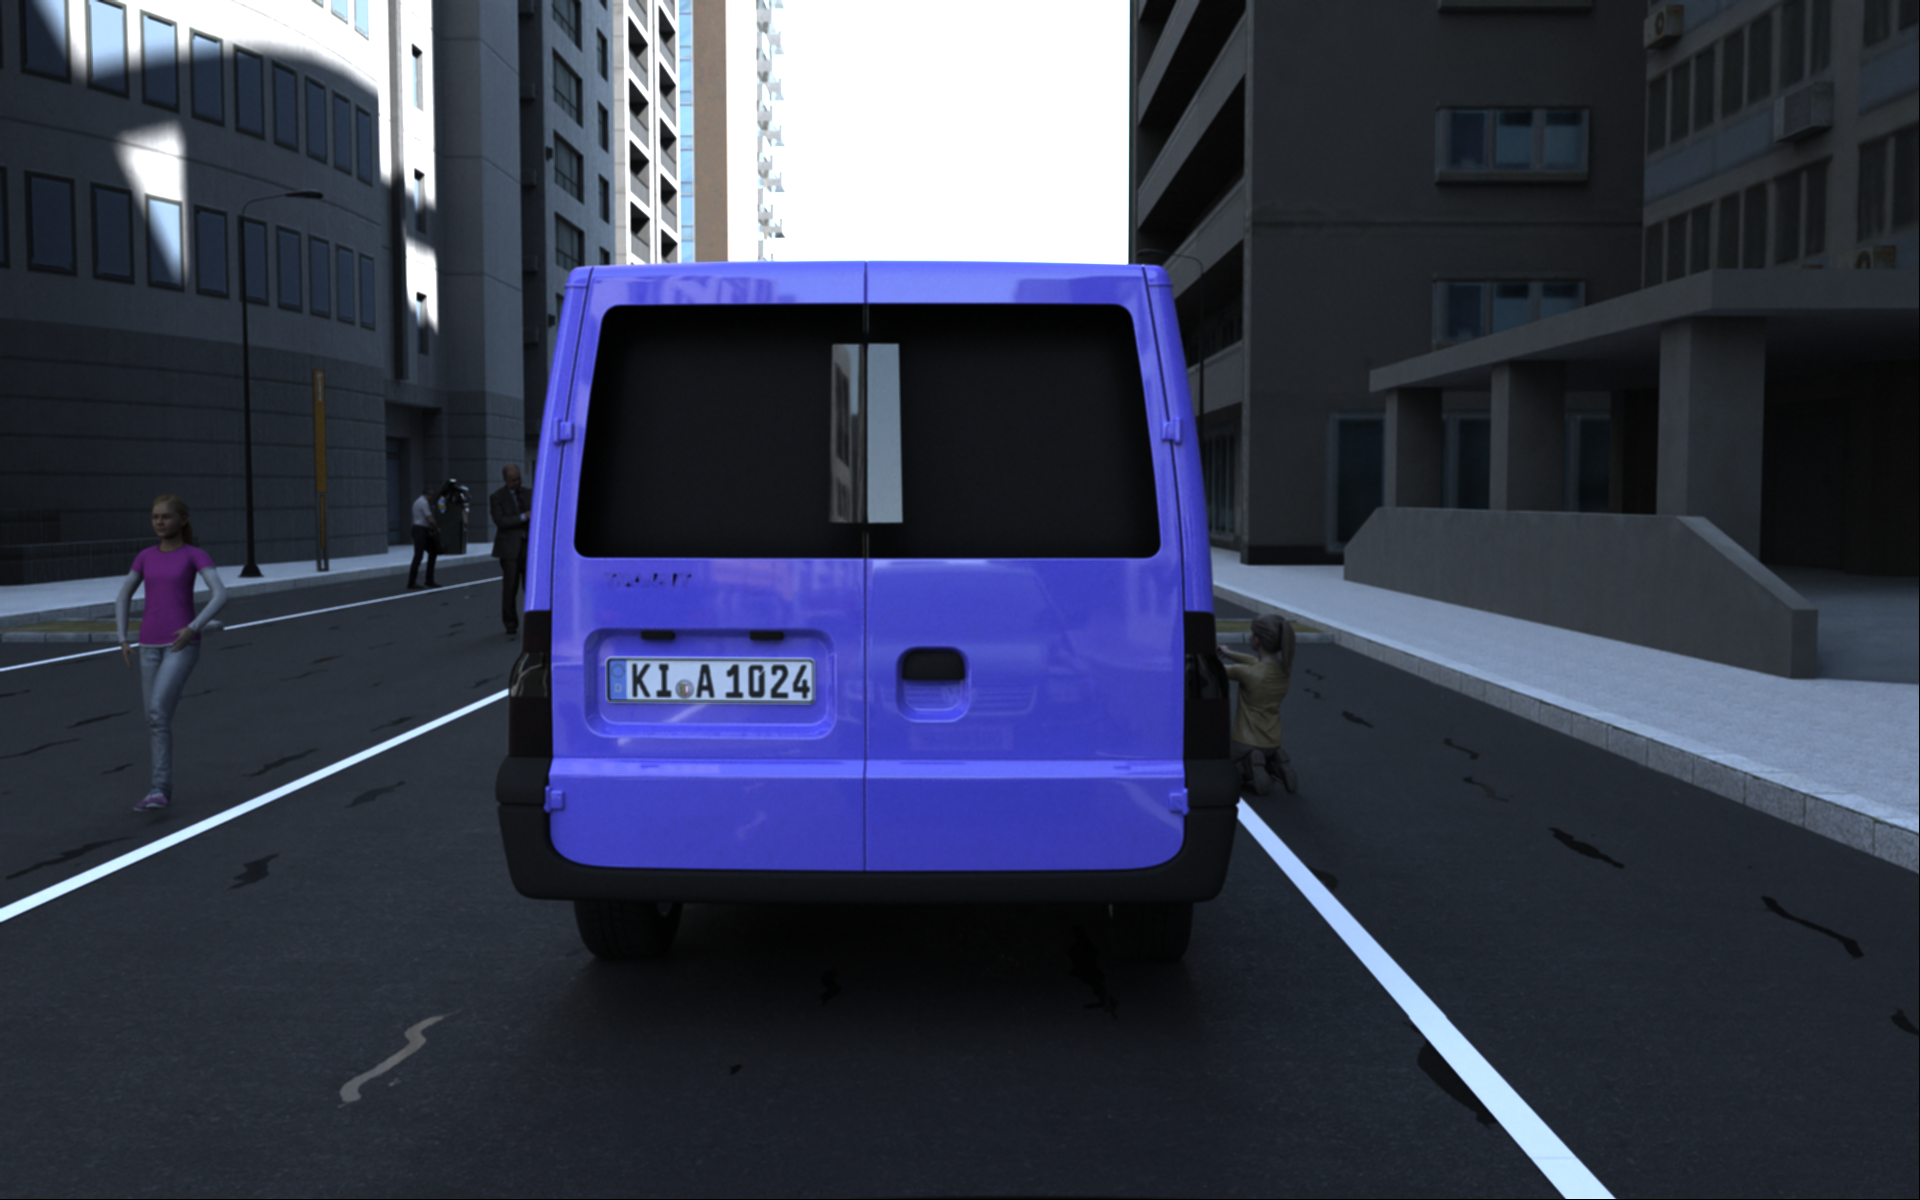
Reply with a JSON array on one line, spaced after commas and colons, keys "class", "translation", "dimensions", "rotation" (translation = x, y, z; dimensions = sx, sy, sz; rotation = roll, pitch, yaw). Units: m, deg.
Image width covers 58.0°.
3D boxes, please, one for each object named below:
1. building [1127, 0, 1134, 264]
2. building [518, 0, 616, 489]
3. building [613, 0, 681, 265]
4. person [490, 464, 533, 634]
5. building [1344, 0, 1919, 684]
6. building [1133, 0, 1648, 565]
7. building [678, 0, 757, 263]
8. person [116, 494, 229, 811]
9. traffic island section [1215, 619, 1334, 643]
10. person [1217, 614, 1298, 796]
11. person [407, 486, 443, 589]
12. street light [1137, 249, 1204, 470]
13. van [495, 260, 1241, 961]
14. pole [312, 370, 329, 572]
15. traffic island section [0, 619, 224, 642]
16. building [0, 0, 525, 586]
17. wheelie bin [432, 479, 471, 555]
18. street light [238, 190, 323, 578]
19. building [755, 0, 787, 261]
[{"class": "building", "translation": [12.509, -17.546, 58.578], "dimensions": [14.160, 30.474, 14.107], "rotation": [0, 3, 0]}, {"class": "building", "translation": [-19.520, -17.584, 59.203], "dimensions": [14.107, 30.474, 14.160], "rotation": [0, 3, 0]}, {"class": "building", "translation": [-22.690, -39.568, 85.193], "dimensions": [20.563, 71.187, 20.611], "rotation": [0, 3, 0]}, {"class": "person", "translation": [-4.495, -0.527, 17.809], "dimensions": [0.600, 1.739, 0.565], "rotation": [2, 4, 28]}, {"class": "building", "translation": [21.849, -19.929, 17.724], "dimensions": [32.217, 40.220, 23.993], "rotation": [0, 3, 0]}, {"class": "building", "translation": [15.819, -25.475, 40.212], "dimensions": [21.300, 48.544, 21.600], "rotation": [0, 3, 0]}, {"class": "building", "translation": [-19.859, -27.722, 103.361], "dimensions": [14.600, 45.320, 14.200], "rotation": [0, 3, 0]}, {"class": "person", "translation": [-3.575, 0.247, 7.701], "dimensions": [0.726, 1.435, 0.776], "rotation": [0, 4, 1]}, {"class": "traffic island section", "translation": [2.610, 0.318, 17.667], "dimensions": [1.991, 0.108, 1.994], "rotation": [0, 3, 0]}, {"class": "person", "translation": [1.375, 0.485, 8.494], "dimensions": [0.347, 0.859, 0.695], "rotation": [-2, 4, -30]}, {"class": "person", "translation": [-8.176, -0.962, 26.446], "dimensions": [0.590, 1.554, 0.614], "rotation": [-2, 4, -29]}, {"class": "street light", "translation": [4.067, -3.702, 33.062], "dimensions": [1.470, 5.913, 1.316], "rotation": [0, 3, 0]}, {"class": "van", "translation": [-0.189, -0.159, 6.983], "dimensions": [2.240, 2.365, 5.245], "rotation": [0, 4, 1]}, {"class": "pole", "translation": [-10.571, -2.128, 28.628], "dimensions": [0.158, 3.312, 0.155], "rotation": [0, 3, 0]}, {"class": "traffic island section", "translation": [-8.736, 0.314, 17.732], "dimensions": [1.991, 0.108, 1.994], "rotation": [0, 3, 0]}, {"class": "building", "translation": [-22.826, -30.065, 33.557], "dimensions": [21.231, 58.520, 28.212], "rotation": [0, 3, 0]}, {"class": "wheelie bin", "translation": [-10.786, -1.768, 36.807], "dimensions": [0.693, 1.594, 0.980], "rotation": [0, 4, -5]}, {"class": "street light", "translation": [-10.420, -3.306, 26.595], "dimensions": [1.470, 5.913, 1.316], "rotation": [0, 3, 0]}, {"class": "building", "translation": [-24.428, -30.943, 125.524], "dimensions": [23.786, 49.044, 30.456], "rotation": [0, 3, 0]}]
